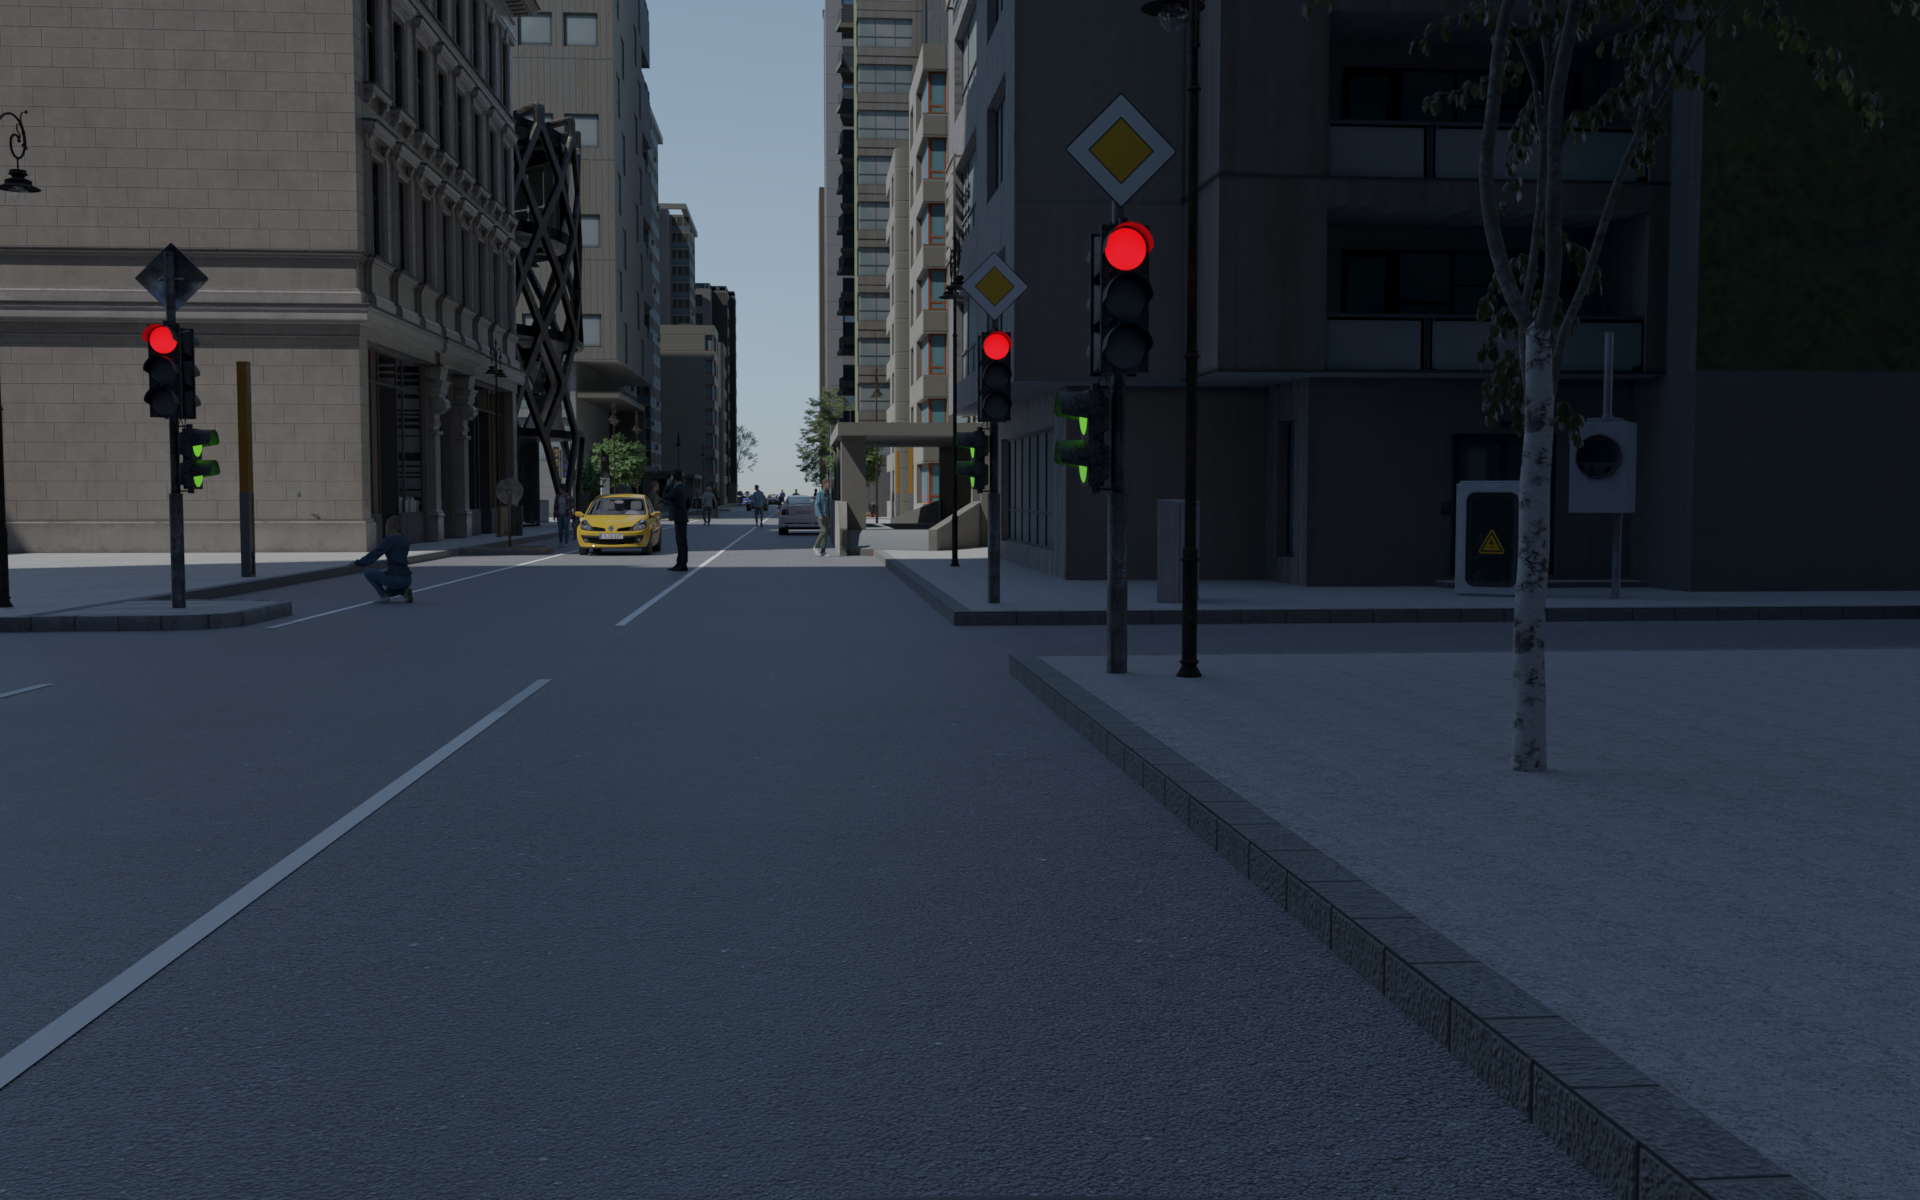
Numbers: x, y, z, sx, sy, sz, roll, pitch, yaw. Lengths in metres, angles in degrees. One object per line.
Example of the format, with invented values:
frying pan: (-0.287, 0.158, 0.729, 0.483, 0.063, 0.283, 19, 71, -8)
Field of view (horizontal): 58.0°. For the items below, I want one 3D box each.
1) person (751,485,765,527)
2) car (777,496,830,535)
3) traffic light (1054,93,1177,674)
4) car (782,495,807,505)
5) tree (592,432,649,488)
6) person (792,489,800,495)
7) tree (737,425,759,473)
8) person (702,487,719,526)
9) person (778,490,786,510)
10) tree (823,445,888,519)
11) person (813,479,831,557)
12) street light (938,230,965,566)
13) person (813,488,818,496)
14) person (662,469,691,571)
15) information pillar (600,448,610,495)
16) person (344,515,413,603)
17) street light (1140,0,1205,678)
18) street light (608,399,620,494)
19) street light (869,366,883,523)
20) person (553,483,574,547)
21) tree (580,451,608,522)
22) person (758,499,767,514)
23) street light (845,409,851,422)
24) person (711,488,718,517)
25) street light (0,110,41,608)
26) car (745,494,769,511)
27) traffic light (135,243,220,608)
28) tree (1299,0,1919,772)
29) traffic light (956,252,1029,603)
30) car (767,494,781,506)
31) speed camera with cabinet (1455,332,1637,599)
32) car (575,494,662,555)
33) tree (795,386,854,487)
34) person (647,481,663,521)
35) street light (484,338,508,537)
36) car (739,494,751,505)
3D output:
person: (-8.822, -4.110, 75.566, 0.638, 1.841, 0.748, 0, 4, -8)
car: (-5.557, -3.053, 62.283, 2.083, 1.381, 4.827, 0, 4, -4)
traffic light: (1.107, -1.431, 12.317, 0.839, 4.253, 0.868, 0, 4, -5)
car: (-10.060, -5.843, 107.892, 2.083, 1.381, 4.827, 0, 4, -4)
tree: (-17.978, -6.570, 91.133, 4.285, 4.588, 4.351, 0, 3, 0)
person: (-12.281, -7.421, 129.918, 1.350, 1.814, 0.705, 1, 4, 9)
tree: (-32.942, -19.892, 250.986, 9.928, 11.665, 9.643, 0, 3, 0)
person: (-11.297, -4.243, 78.364, 0.782, 1.767, 0.515, -2, 4, -26)
person: (-16.157, -9.107, 157.272, 0.709, 1.838, 0.599, -2, 4, -26)
tree: (-5.370, -6.407, 88.467, 4.285, 4.588, 4.351, 0, 3, 0)
person: (-3.145, -1.887, 39.701, 0.444, 1.785, 0.601, 2, 4, 35)
street light: (-0.091, -3.535, 30.585, 0.468, 5.910, 1.993, 0, 4, -5)
person: (-9.586, -6.537, 115.521, 0.705, 1.807, 1.348, 0, 4, 7)
person: (-5.274, -1.488, 32.187, 0.474, 1.900, 0.648, 0, 4, 2)
information pillar: (-18.072, -5.919, 88.132, 0.504, 3.616, 0.183, -3, 5, -43)
person: (-7.606, -0.538, 22.787, 0.738, 1.151, 1.012, 2, 4, 32)
street light: (1.611, -2.398, 11.998, 0.468, 5.910, 1.993, 0, 4, -5)
street light: (-16.741, -6.796, 83.900, 0.468, 5.910, 1.993, 0, 4, -5)
street light: (-3.017, -5.499, 62.692, 0.468, 5.910, 1.993, 0, 4, -5)
person: (-10.733, -2.300, 46.939, 0.563, 1.720, 0.643, 0, 4, 5)
tree: (-16.727, -5.122, 78.350, 1.663, 3.219, 1.824, 0, 3, 0)
person: (-14.361, -7.051, 124.501, 0.721, 1.743, 1.217, 3, 5, 40)
street light: (-5.988, -7.462, 94.796, 0.468, 5.910, 1.993, 0, 4, -5)
person: (-15.704, -6.232, 110.524, 0.705, 1.807, 1.348, 1, 4, 14)
street light: (-10.843, -2.855, 19.475, 0.468, 5.910, 1.993, 0, 4, -5)
car: (-17.230, -8.402, 147.154, 2.009, 1.686, 4.222, 0, 4, -4)
traffic light: (-8.793, -1.865, 19.417, 0.839, 4.253, 0.868, 0, 4, -5)
tree: (2.884, -3.515, 7.832, 4.360, 8.622, 3.978, 0, 3, 0)
traffic light: (0.379, -1.917, 20.269, 0.839, 4.253, 0.868, 0, 4, -5)
car: (-22.614, -12.244, 209.980, 2.009, 1.686, 4.222, 0, 4, -4)
speed camera with cabinet: (7.240, -1.657, 21.434, 2.038, 3.252, 0.660, 2, 4, 32)
car: (-8.206, -1.936, 41.872, 2.015, 1.641, 3.980, 0, 4, -5)
tree: (-13.315, -16.100, 181.367, 7.486, 12.596, 7.792, 0, 3, 0)
person: (-7.830, -2.174, 44.601, 0.362, 1.759, 0.519, -2, 4, -32)
street light: (-13.782, -4.819, 51.581, 0.468, 5.910, 1.993, 0, 4, -5)
car: (-26.742, -12.698, 217.205, 1.945, 1.707, 3.694, 0, 4, -3)
